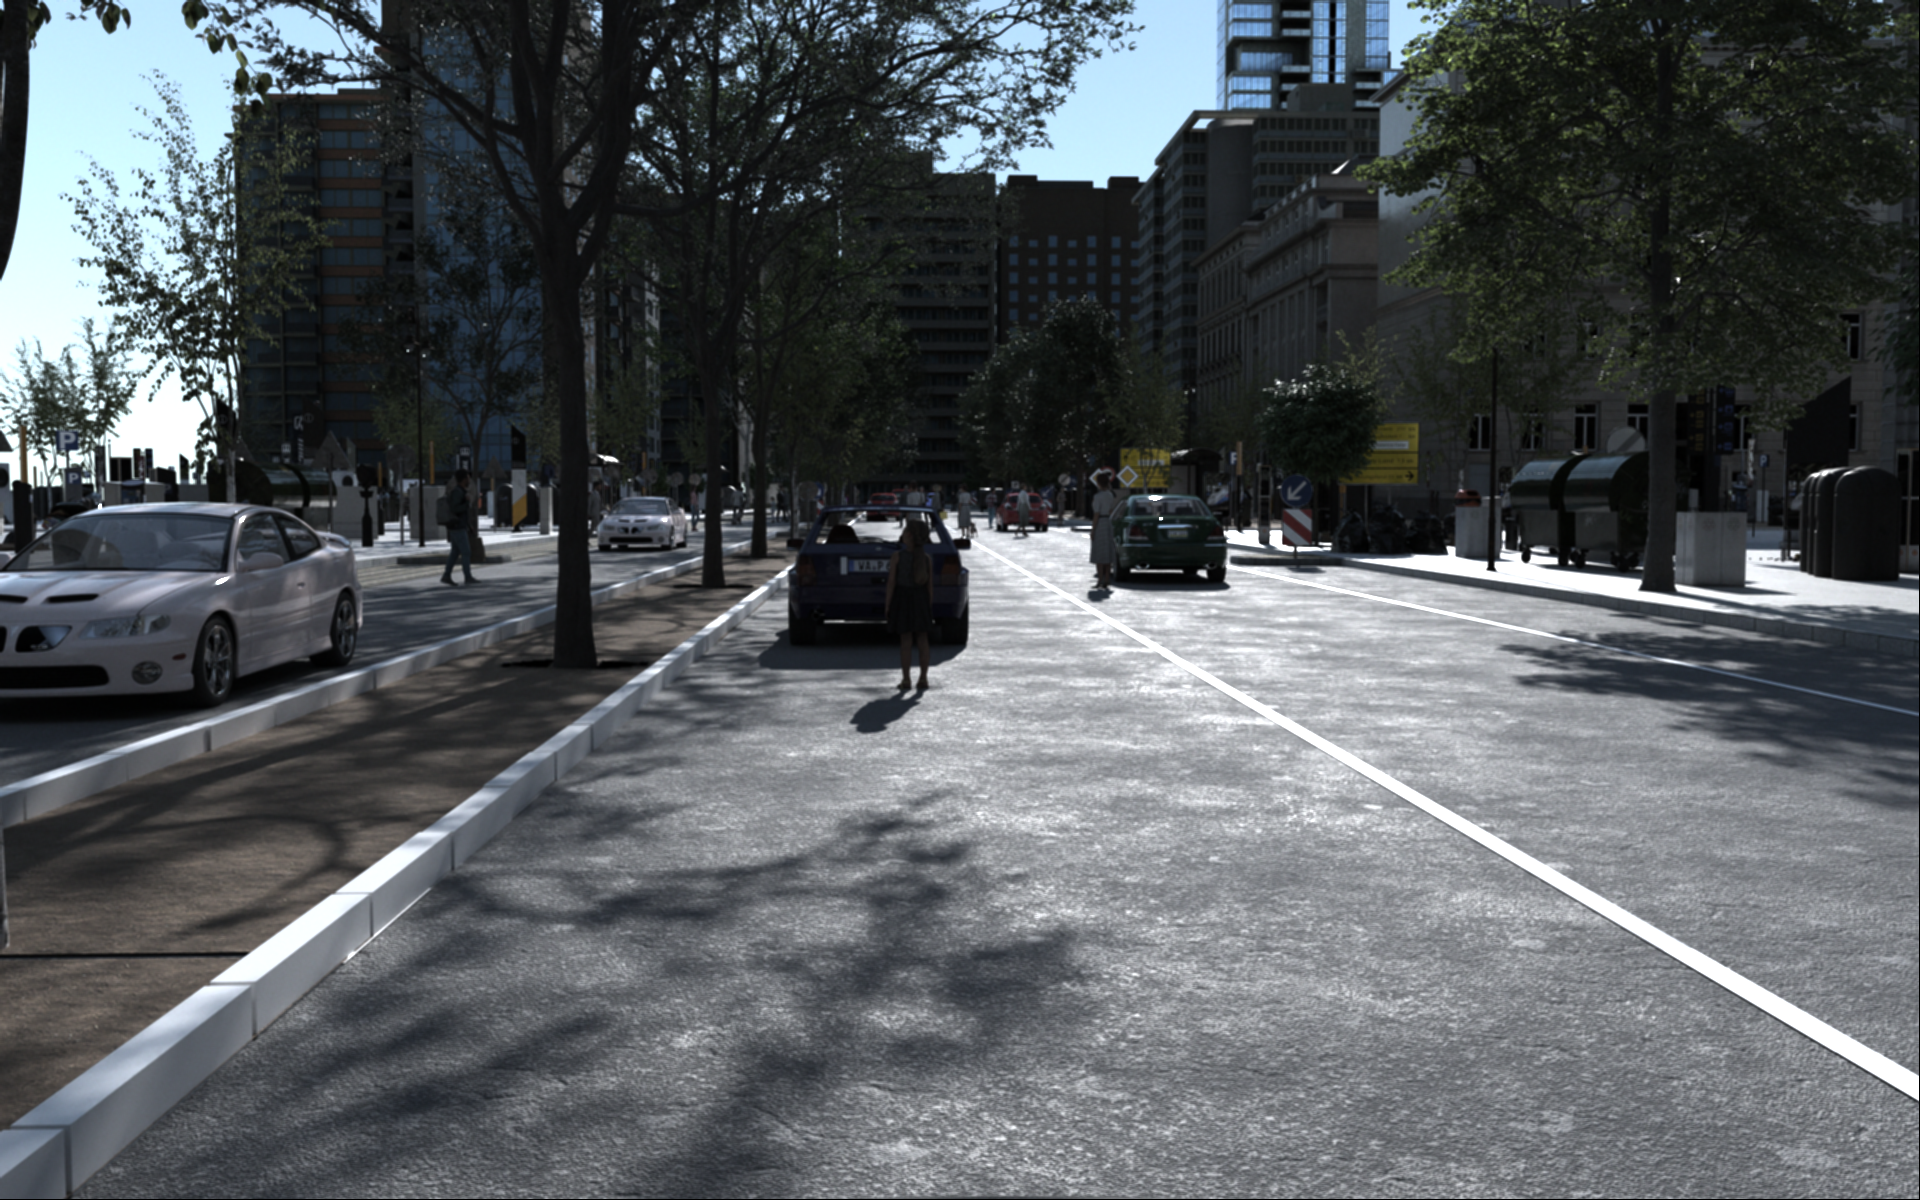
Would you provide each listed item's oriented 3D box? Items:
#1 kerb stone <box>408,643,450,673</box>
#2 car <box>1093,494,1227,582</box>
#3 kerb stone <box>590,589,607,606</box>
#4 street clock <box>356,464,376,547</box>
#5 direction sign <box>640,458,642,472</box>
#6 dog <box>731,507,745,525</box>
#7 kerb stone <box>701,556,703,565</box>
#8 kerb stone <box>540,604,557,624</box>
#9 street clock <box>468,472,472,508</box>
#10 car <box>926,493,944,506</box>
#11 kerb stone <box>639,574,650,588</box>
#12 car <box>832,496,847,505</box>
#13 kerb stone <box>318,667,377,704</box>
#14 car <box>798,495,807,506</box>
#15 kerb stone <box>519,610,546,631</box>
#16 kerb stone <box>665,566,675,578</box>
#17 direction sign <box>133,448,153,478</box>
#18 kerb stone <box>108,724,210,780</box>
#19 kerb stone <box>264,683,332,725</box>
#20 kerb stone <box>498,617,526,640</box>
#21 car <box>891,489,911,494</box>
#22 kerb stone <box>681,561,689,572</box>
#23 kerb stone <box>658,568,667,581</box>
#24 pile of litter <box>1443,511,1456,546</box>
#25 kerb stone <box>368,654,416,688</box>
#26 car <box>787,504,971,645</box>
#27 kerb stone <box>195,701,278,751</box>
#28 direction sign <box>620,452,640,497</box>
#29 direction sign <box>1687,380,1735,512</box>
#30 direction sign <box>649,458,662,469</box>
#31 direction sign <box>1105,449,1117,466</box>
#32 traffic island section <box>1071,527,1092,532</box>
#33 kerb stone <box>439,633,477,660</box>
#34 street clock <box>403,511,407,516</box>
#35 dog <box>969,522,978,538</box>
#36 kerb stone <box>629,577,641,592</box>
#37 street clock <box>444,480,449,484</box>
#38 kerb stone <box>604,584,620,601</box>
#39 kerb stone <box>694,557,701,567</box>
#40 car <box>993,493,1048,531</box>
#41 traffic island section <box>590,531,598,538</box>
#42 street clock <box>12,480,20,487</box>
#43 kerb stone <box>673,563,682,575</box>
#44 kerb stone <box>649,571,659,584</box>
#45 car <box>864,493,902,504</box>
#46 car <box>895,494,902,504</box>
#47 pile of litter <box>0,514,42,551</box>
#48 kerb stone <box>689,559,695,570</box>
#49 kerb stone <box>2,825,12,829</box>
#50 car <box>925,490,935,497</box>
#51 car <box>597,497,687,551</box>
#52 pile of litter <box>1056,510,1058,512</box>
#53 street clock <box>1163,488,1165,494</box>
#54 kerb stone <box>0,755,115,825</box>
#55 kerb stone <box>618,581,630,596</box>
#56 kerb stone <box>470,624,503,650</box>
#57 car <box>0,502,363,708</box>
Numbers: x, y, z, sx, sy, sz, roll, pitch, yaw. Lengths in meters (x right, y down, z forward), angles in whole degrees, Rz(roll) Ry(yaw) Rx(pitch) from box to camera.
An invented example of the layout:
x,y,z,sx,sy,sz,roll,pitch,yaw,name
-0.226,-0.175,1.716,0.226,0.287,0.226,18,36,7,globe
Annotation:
x,y,z,sx,sy,sz,roll,pitch,yaw,name
-4.395,0.491,14.200,0.120,0.150,1.000,0,4,-2,kerb stone
3.397,-1.095,29.701,2.131,1.459,4.920,0,4,-1,car
-4.735,-0.012,22.385,0.120,0.150,1.000,0,4,-2,kerb stone
-14.414,-2.294,42.081,0.471,2.002,0.358,2,4,34,street clock
-20.447,-7.221,110.063,0.876,3.537,0.379,1,4,12,direction sign
-10.402,-3.864,80.009,0.800,0.831,0.513,1,4,10,dog
-5.241,-0.760,34.665,0.120,0.150,1.000,0,4,-2,kerb stone
-4.608,0.176,19.320,0.120,0.150,1.000,0,4,-2,kerb stone
-16.015,-3.171,56.414,0.358,2.002,0.471,2,4,35,street clock
-2.294,-8.812,153.660,1.945,1.707,3.694,0,4,-3,car
-4.906,-0.262,26.480,0.120,0.150,1.000,0,4,-2,kerb stone
-14.010,-11.658,202.966,2.083,1.381,4.827,0,4,-4,car
-4.320,0.615,12.146,0.120,0.150,1.000,0,4,-2,kerb stone
-16.413,-10.144,178.434,1.945,1.354,3.894,0,4,-3,car
-4.565,0.238,18.299,0.120,0.150,1.000,0,4,-2,kerb stone
-5.022,-0.449,29.544,0.120,0.150,1.000,0,4,-2,kerb stone
-40.407,-5.734,85.744,0.876,3.537,0.379,-2,4,-27,direction sign
-4.203,0.802,9.077,0.120,0.150,1.000,0,4,-2,kerb stone
-4.277,0.677,11.125,0.120,0.150,1.000,0,4,-2,kerb stone
-4.524,0.301,17.277,0.120,0.150,1.000,0,4,-2,kerb stone
-4.501,-7.650,133.758,2.281,1.827,5.304,0,4,0,car
-5.108,-0.575,31.591,0.120,0.150,1.000,0,4,-2,kerb stone
-4.992,-0.387,28.522,0.120,0.150,1.000,0,4,-2,kerb stone
12.087,-1.775,42.992,1.176,0.858,1.719,-1,4,-21,pile of litter
-4.353,0.552,13.174,0.120,0.150,1.000,0,4,-2,kerb stone
-0.835,-0.321,17.834,1.945,1.354,3.894,0,4,-3,car
-4.233,0.741,10.099,0.120,0.150,1.000,0,4,-2,kerb stone
-17.927,-6.208,93.490,0.876,3.537,0.379,-3,4,-38,direction sign
15.040,-2.615,34.751,0.876,3.537,0.379,2,4,34,direction sign
-19.251,-7.192,109.588,0.876,3.537,0.379,1,4,11,direction sign
7.591,-5.799,86.803,0.876,3.537,0.379,-2,4,-34,direction sign
5.335,-2.700,66.419,2.009,0.180,2.903,0,4,-2,traffic island section
-4.448,0.426,15.224,0.120,0.150,1.000,0,4,-2,kerb stone
-32.475,-5.911,101.209,0.358,2.002,0.471,-3,5,-41,street clock
0.441,-2.314,57.120,0.406,0.507,0.540,-2,4,-25,dog
-4.864,-0.194,25.455,0.120,0.150,1.000,0,4,-2,kerb stone
-26.859,-5.264,90.644,0.358,2.002,0.471,-1,4,-19,street clock
-4.772,-0.074,23.406,0.120,0.150,1.000,0,4,-2,kerb stone
-5.194,-0.698,33.644,0.120,0.150,1.000,0,4,-2,kerb stone
2.406,-3.597,67.859,2.155,1.783,4.494,0,4,-3,car
-11.619,-2.169,57.747,2.009,0.180,2.903,0,4,-2,traffic island section
-48.386,-5.161,88.949,0.471,2.002,0.358,-3,5,-40,street clock
-5.066,-0.512,30.565,0.120,0.150,1.000,0,4,-2,kerb stone
-4.946,-0.324,27.501,0.120,0.150,1.000,0,4,-2,kerb stone
-4.056,-5.090,92.265,2.155,1.783,4.494,0,4,-1,car
-4.029,-5.686,104.758,2.131,1.459,4.920,0,4,-4,car
-21.398,-1.562,39.509,1.719,0.858,1.176,1,4,19,pile of litter
-5.154,-0.637,32.612,0.120,0.150,1.000,0,4,-2,kerb stone
-4.113,0.928,7.032,0.120,0.150,1.000,0,4,-2,kerb stone
-2.677,-9.830,169.386,2.281,1.827,5.304,0,4,-1,car
-8.237,-2.009,45.208,2.083,1.381,4.827,0,4,-2,car
6.440,-6.860,126.129,1.176,0.858,1.719,-2,4,-28,pile of litter
10.296,-5.024,86.719,0.358,2.002,0.471,1,4,16,street clock
-4.157,0.867,8.057,0.120,0.150,1.000,0,4,-2,kerb stone
-4.824,-0.134,24.430,0.120,0.150,1.000,0,4,-2,kerb stone
-4.488,0.365,16.248,0.120,0.150,1.000,0,4,-2,kerb stone
-5.978,-0.044,13.080,2.083,1.381,4.827,0,4,-3,car
